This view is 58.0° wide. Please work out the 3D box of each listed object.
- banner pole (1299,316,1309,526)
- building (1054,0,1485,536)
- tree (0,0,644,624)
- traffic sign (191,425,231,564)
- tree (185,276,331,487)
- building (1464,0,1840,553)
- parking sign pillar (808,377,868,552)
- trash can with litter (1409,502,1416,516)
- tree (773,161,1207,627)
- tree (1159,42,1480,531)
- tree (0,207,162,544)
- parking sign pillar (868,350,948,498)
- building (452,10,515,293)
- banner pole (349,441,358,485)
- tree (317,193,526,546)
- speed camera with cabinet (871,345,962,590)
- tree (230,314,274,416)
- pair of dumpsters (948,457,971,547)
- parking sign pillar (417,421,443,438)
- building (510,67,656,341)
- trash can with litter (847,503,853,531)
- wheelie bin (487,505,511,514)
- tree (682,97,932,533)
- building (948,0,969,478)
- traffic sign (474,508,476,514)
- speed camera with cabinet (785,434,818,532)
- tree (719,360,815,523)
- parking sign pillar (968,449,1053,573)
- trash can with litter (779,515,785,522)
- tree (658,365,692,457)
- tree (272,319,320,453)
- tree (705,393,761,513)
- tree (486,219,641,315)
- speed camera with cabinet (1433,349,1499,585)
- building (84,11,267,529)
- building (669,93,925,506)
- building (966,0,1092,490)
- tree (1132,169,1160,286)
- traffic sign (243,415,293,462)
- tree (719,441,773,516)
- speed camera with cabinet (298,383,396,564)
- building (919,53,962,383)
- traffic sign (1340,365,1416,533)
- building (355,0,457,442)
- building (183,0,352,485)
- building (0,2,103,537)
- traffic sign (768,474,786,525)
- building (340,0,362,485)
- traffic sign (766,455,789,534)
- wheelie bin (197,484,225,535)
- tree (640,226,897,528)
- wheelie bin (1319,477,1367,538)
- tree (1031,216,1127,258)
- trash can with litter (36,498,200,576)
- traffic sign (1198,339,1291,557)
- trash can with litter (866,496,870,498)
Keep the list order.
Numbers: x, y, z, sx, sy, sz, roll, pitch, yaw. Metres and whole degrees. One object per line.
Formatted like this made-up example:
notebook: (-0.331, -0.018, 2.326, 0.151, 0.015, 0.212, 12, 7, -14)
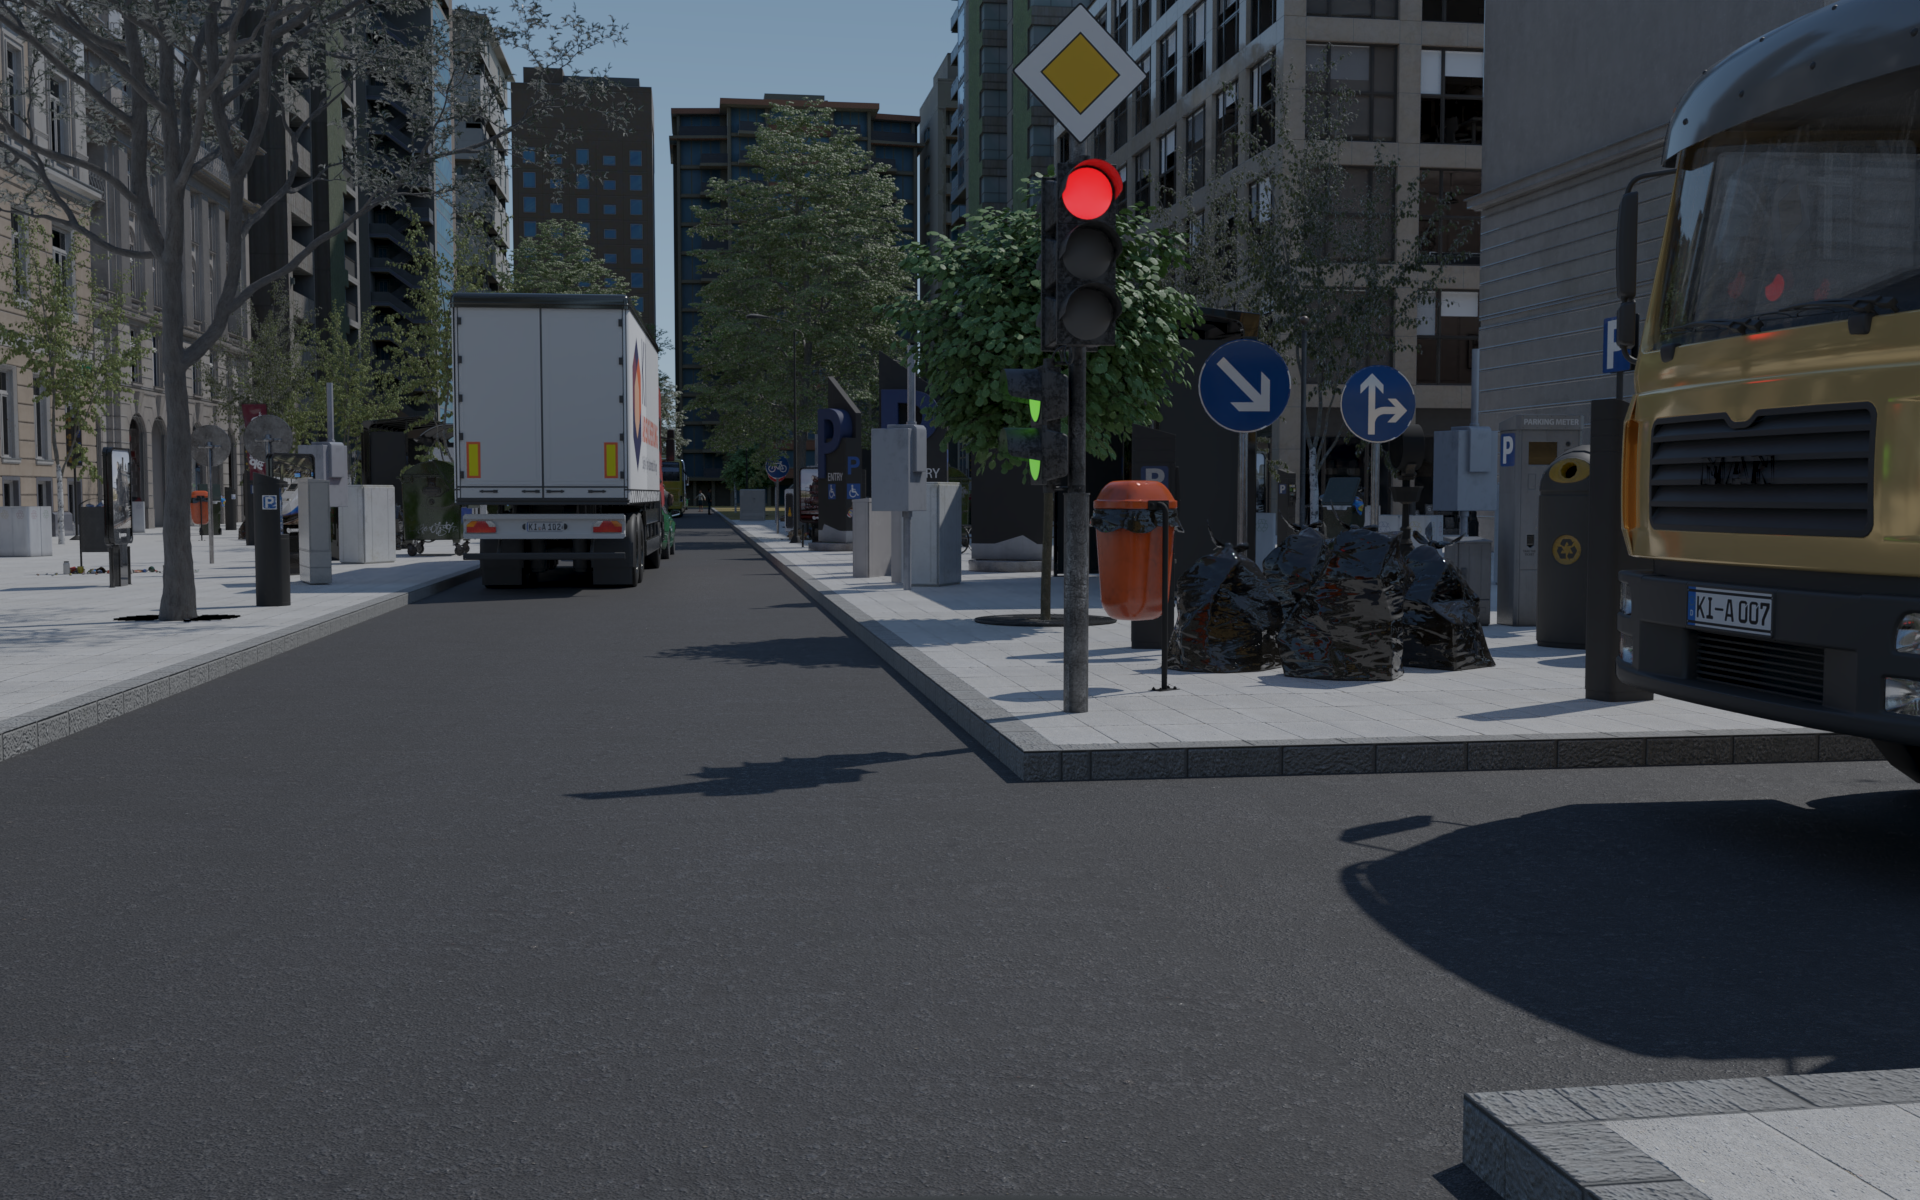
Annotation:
banner pole: (4.885, -2.120, 24.682, 0.401, 3.779, 0.863, 1, 4, 11)
building: (16.724, -16.289, 70.835, 19.350, 26.468, 34.151, -1, 4, -9)
tree: (-7.855, -6.543, 17.346, 12.009, 13.543, 11.850, 0, 3, 0)
traffic sign: (-13.793, -1.942, 31.853, 0.768, 2.556, 0.104, 0, 4, -4)
tree: (-23.205, -6.557, 57.573, 4.360, 8.622, 3.978, 0, 3, 0)
building: (23.840, -11.764, 34.138, 24.055, 21.916, 13.314, -1, 4, -9)
parking sign pillar: (-2.729, -3.104, 39.230, 1.447, 3.967, 1.447, -2, 4, -33)
trash can with litter: (13.420, -2.434, 50.848, 1.678, 1.210, 2.233, 2, 4, 25)
tree: (0.785, -2.051, 17.241, 4.285, 4.588, 4.351, 0, 3, 0)
tree: (6.045, -4.792, 28.716, 4.360, 8.622, 3.978, 0, 3, 0)
tree: (-22.658, -5.722, 43.923, 4.737, 8.622, 4.395, 0, 3, 0)
parking sign pillar: (-0.874, -2.683, 32.346, 1.447, 3.967, 1.447, 0, 4, 3)
building: (-61.576, -36.703, 189.327, 27.495, 52.752, 28.713, -1, 4, -9)
banner pole: (-28.470, -5.578, 81.224, 0.863, 3.779, 0.401, 3, 4, 39)
tree: (-12.512, -5.668, 43.036, 4.737, 8.622, 4.395, 0, 3, 0)
speed camera with cabinet: (-0.585, -1.805, 23.854, 0.660, 3.252, 2.038, 1, 4, 20)
tree: (-27.613, -7.390, 71.181, 4.737, 8.622, 4.395, 0, 3, 0)
pair of dumpsters: (-0.694, -2.524, 43.763, 1.574, 2.255, 4.437, -1, 4, -9)
parking sign pillar: (-19.623, -4.600, 63.688, 1.447, 3.967, 1.447, -1, 4, -10)
building: (-39.947, -32.779, 186.055, 14.200, 45.320, 14.600, -1, 4, -9)
trash can with litter: (-2.139, -1.596, 37.485, 0.624, 1.170, 1.055, 0, 4, -5)
wheelie bin: (-15.397, -3.047, 57.719, 0.980, 1.594, 0.693, 1, 4, 11)
tree: (-4.246, -8.080, 50.227, 7.486, 12.596, 7.792, 0, 3, 0)
building: (7.599, -50.121, 132.153, 22.319, 86.520, 31.000, -1, 4, -9)
traffic sign: (-13.703, -2.917, 48.885, 0.795, 2.450, 0.064, 0, 4, -8)
speed camera with cabinet: (-5.225, -3.883, 57.824, 0.660, 3.252, 2.038, -2, 4, -28)
tree: (-8.407, -7.757, 77.196, 4.737, 8.622, 4.395, 0, 3, 0)
parking sign pillar: (0.862, -2.471, 28.870, 1.447, 3.967, 1.447, 1, 4, 22)
trash can with litter: (-7.949, -4.232, 80.585, 1.055, 1.170, 0.624, 1, 4, 13)
tree: (-27.512, -14.684, 146.745, 9.857, 13.997, 8.962, 0, 3, 0)
tree: (-23.238, -7.101, 66.456, 4.737, 8.622, 4.395, 0, 3, 0)
tree: (-15.228, -10.211, 117.314, 4.360, 8.622, 3.978, 0, 3, 0)
tree: (-16.883, -9.426, 72.247, 7.486, 12.596, 7.792, 0, 3, 0)
speed camera with cabinet: (7.593, -1.822, 24.134, 2.038, 3.252, 0.660, -1, 4, -23)
building: (-36.321, -13.739, 66.430, 13.314, 21.916, 24.055, -1, 4, -9)
building: (-19.126, -32.904, 192.601, 28.867, 44.769, 22.147, -1, 4, -9)
building: (7.214, -26.103, 110.382, 14.154, 41.232, 14.086, -1, 4, -9)
tree: (5.547, -5.275, 36.608, 4.360, 8.622, 3.978, 0, 3, 0)
traffic sign: (-11.123, -1.698, 27.874, 0.768, 2.556, 0.104, 0, 4, -8)
tree: (-12.062, -7.295, 102.994, 4.285, 4.588, 4.351, 0, 3, 0)
speed camera with cabinet: (-11.163, -2.277, 31.567, 0.660, 3.252, 2.038, 1, 4, 18)
building: (6.416, -34.989, 195.775, 21.600, 48.544, 21.300, -1, 4, -9)
traffic sign: (4.115, -1.044, 17.173, 0.768, 2.556, 0.104, 0, 4, -6)
building: (-47.290, -29.604, 134.133, 14.200, 45.320, 14.600, -1, 4, -9)
building: (-39.447, -19.287, 87.049, 14.160, 30.474, 14.107, -1, 4, -9)
building: (-32.372, -15.818, 44.523, 13.634, 28.700, 20.117, -1, 4, -9)
traffic sign: (-7.555, -4.371, 71.564, 0.768, 2.556, 0.104, 0, 4, -1)
building: (-45.157, -40.624, 102.461, 20.563, 71.187, 20.611, -1, 4, -9)
traffic sign: (-5.888, -3.414, 55.919, 0.768, 2.556, 0.104, 0, 4, -7)
wheelie bin: (-23.477, -2.824, 54.084, 0.980, 1.594, 0.693, -2, 4, -29)
tree: (-6.024, -8.553, 65.589, 9.928, 11.665, 9.643, 0, 3, 0)
wheelie bin: (7.268, -1.526, 32.866, 0.980, 1.594, 0.693, 3, 4, 39)
tree: (2.739, -5.771, 44.714, 4.737, 8.622, 4.395, 0, 3, 0)
trash can with litter: (-13.538, -1.034, 27.962, 2.233, 1.210, 1.678, -1, 4, -12)
traffic sign: (2.338, -0.870, 14.327, 0.768, 2.556, 0.104, 0, 4, -2)
trash can with litter: (-2.799, -2.583, 53.296, 1.678, 1.210, 2.233, -2, 4, -28)
